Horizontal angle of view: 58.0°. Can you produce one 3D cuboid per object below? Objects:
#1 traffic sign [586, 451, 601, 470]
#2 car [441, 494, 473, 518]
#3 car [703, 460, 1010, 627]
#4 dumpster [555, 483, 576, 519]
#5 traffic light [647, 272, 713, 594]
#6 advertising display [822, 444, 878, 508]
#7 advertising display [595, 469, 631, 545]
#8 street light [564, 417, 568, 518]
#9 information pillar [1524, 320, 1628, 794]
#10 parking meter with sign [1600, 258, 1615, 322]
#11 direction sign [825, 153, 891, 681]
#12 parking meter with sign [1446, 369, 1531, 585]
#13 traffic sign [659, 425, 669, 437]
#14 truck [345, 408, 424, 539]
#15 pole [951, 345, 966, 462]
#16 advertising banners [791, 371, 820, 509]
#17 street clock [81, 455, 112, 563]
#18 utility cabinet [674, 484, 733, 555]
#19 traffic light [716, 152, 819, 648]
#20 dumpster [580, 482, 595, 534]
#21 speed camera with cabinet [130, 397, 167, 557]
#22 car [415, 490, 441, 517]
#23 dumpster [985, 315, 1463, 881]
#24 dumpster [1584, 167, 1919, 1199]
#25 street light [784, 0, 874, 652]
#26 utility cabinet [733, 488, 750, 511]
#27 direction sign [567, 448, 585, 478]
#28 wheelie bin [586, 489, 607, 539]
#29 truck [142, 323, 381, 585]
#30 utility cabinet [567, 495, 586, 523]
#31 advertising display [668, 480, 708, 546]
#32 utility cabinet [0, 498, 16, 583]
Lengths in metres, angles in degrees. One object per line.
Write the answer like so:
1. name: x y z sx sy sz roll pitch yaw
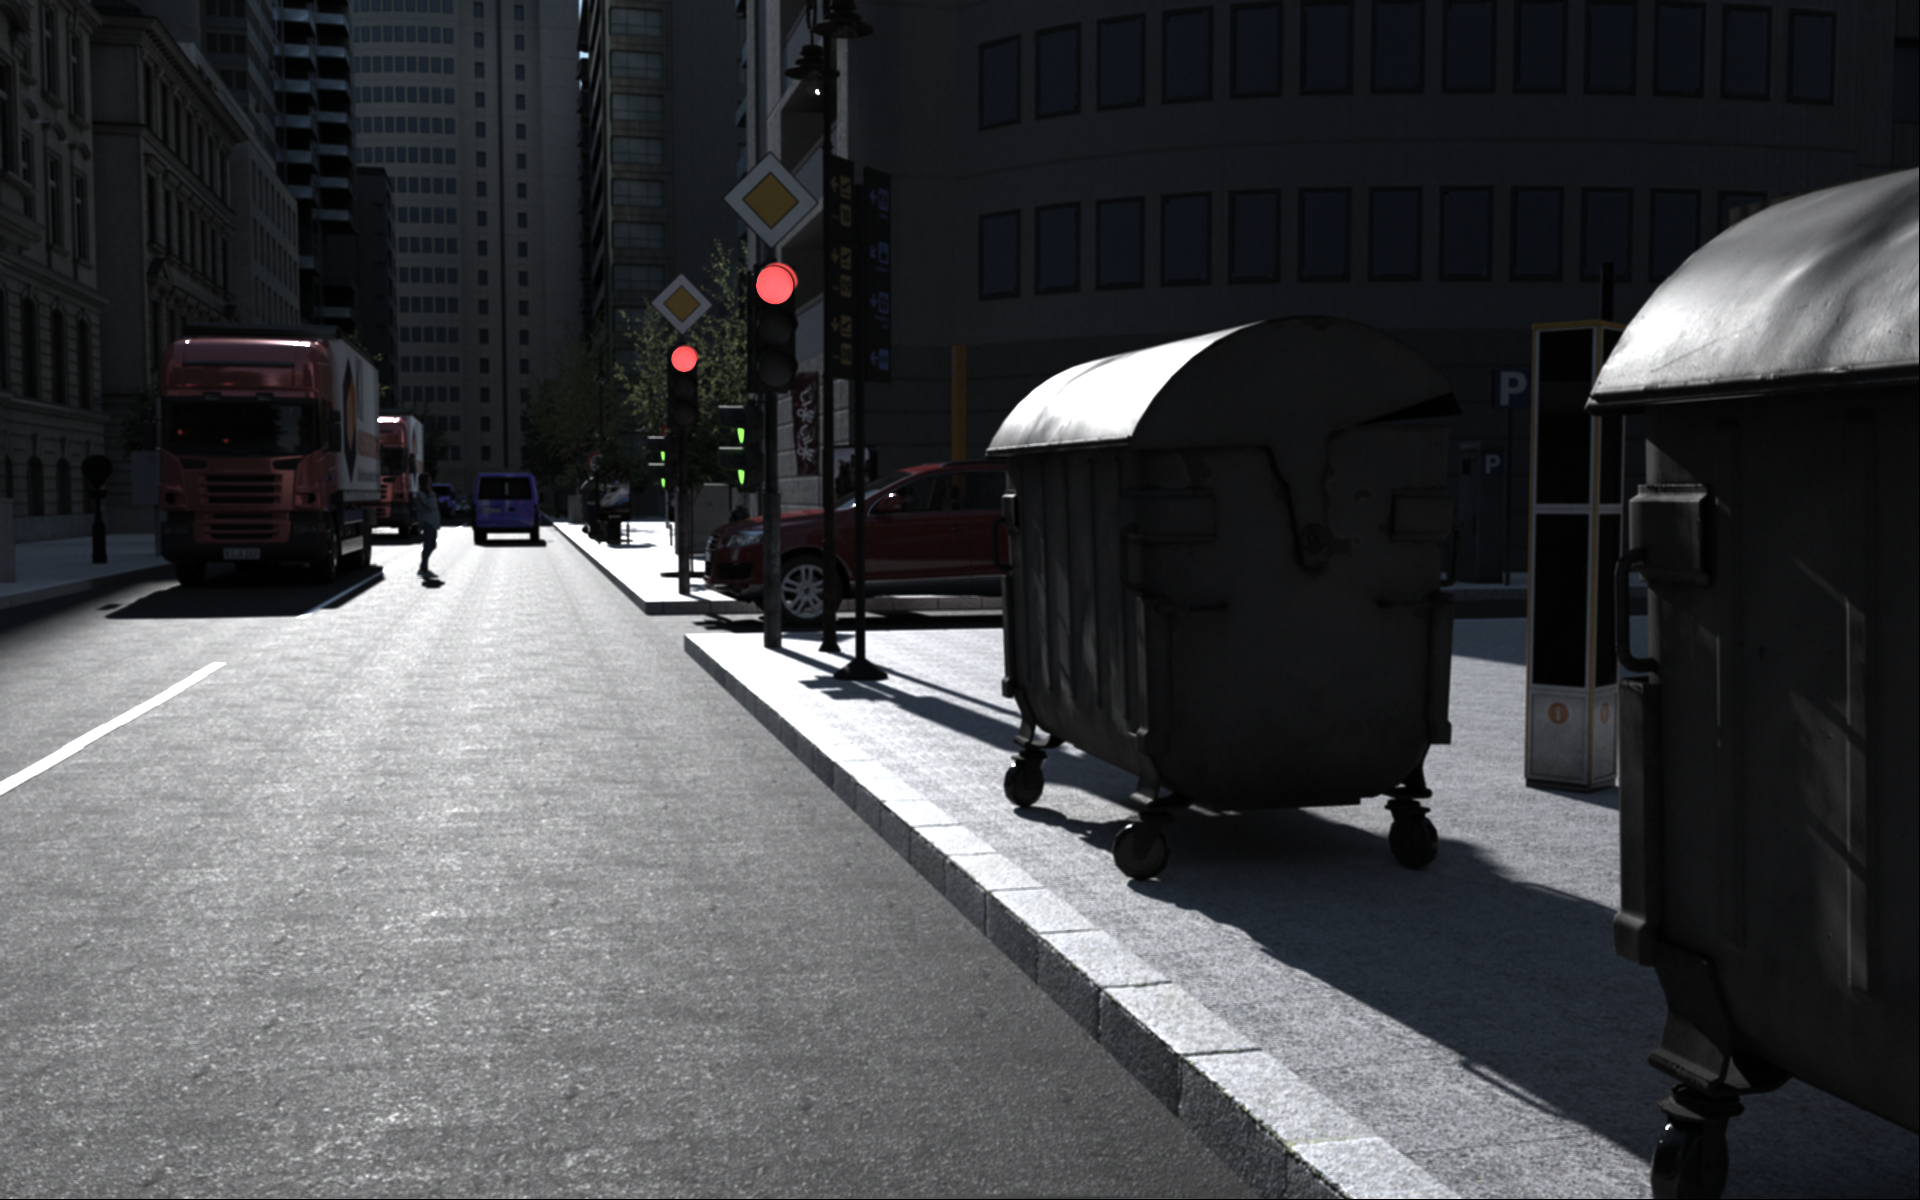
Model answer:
1. traffic sign: -10.577 -3.104 50.863 0.768 2.556 0.104 0 4 -7
2. car: -30.911 -5.795 106.551 2.131 1.459 4.920 -1 4 -14
3. car: -0.294 -0.692 19.980 5.304 1.827 2.281 -1 4 -14
4. dumpster: -20.803 -5.254 91.658 1.264 1.857 1.865 -1 4 -14
5. traffic light: -3.559 -2.031 22.128 0.839 4.253 0.868 -1 4 -14
6. advertising display: -1.445 -1.070 22.713 0.123 1.923 0.974 -3 5 -45
7. advertising display: -8.820 -2.377 44.082 0.974 1.923 0.123 -3 5 -43
8. street light: -21.542 -7.449 94.580 0.468 5.910 1.993 -1 4 -14
9. information pillar: 2.679 -0.186 7.539 0.304 2.012 0.304 3 5 42
10. parking meter with sign: 5.646 -1.013 12.829 1.738 3.016 0.543 1 4 20
11. direction sign: -0.694 -1.222 11.984 0.379 3.537 0.876 2 4 26
12. parking meter with sign: 7.564 -1.761 25.046 0.543 3.016 1.738 -1 4 -9
13. traffic sign: -4.701 -1.781 29.220 0.768 2.556 0.104 -1 4 -12
14. truck: -19.759 -4.278 58.862 2.839 4.237 11.283 -1 4 -15
15. pole: -0.017 -1.834 23.822 0.158 3.312 0.155 0 3 0
16. advertising banners: -1.569 -1.731 24.489 2.074 3.025 0.090 2 4 30
17. street clock: -15.959 -1.682 32.069 0.358 2.002 0.471 3 5 41
18. utility cabinet: -5.387 -1.685 36.230 1.173 1.500 0.318 -3 5 -41
19. traffic light: -1.587 -1.558 14.390 0.839 4.253 0.868 -1 4 -14
20. dumpster: -11.723 -3.105 56.532 1.264 1.857 1.865 -1 4 -14
21. speed camera with cabinet: -16.587 -2.557 36.145 0.660 3.252 2.038 0 4 -2
22. car: -26.046 -4.539 82.893 2.281 1.827 5.304 -1 4 -13
23. dumpster: 0.928 -0.045 6.498 1.264 1.857 1.865 -1 4 -14
24. dumpster: 1.949 0.203 2.448 1.264 1.857 1.865 -1 4 -14
25. street light: -1.067 -2.520 13.984 0.468 5.910 1.993 -1 4 -14
26. utility cabinet: -7.960 -3.360 63.619 0.318 1.500 1.173 1 4 21
27. direction sign: -18.899 -5.711 85.378 0.876 3.537 0.379 0 4 6
28. wheelie bin: -10.205 -2.529 49.262 0.693 1.594 0.980 -3 4 -36
29. truck: -12.051 -2.565 30.854 2.839 4.237 11.283 -1 4 -14
30. utility cabinet: -16.869 -3.981 76.243 0.306 1.237 1.020 1 4 19
31. advertising display: -6.712 -2.295 42.741 0.974 1.923 0.123 0 4 4
32. utility cabinet: -14.070 -0.831 24.754 0.306 1.237 1.020 2 4 25
